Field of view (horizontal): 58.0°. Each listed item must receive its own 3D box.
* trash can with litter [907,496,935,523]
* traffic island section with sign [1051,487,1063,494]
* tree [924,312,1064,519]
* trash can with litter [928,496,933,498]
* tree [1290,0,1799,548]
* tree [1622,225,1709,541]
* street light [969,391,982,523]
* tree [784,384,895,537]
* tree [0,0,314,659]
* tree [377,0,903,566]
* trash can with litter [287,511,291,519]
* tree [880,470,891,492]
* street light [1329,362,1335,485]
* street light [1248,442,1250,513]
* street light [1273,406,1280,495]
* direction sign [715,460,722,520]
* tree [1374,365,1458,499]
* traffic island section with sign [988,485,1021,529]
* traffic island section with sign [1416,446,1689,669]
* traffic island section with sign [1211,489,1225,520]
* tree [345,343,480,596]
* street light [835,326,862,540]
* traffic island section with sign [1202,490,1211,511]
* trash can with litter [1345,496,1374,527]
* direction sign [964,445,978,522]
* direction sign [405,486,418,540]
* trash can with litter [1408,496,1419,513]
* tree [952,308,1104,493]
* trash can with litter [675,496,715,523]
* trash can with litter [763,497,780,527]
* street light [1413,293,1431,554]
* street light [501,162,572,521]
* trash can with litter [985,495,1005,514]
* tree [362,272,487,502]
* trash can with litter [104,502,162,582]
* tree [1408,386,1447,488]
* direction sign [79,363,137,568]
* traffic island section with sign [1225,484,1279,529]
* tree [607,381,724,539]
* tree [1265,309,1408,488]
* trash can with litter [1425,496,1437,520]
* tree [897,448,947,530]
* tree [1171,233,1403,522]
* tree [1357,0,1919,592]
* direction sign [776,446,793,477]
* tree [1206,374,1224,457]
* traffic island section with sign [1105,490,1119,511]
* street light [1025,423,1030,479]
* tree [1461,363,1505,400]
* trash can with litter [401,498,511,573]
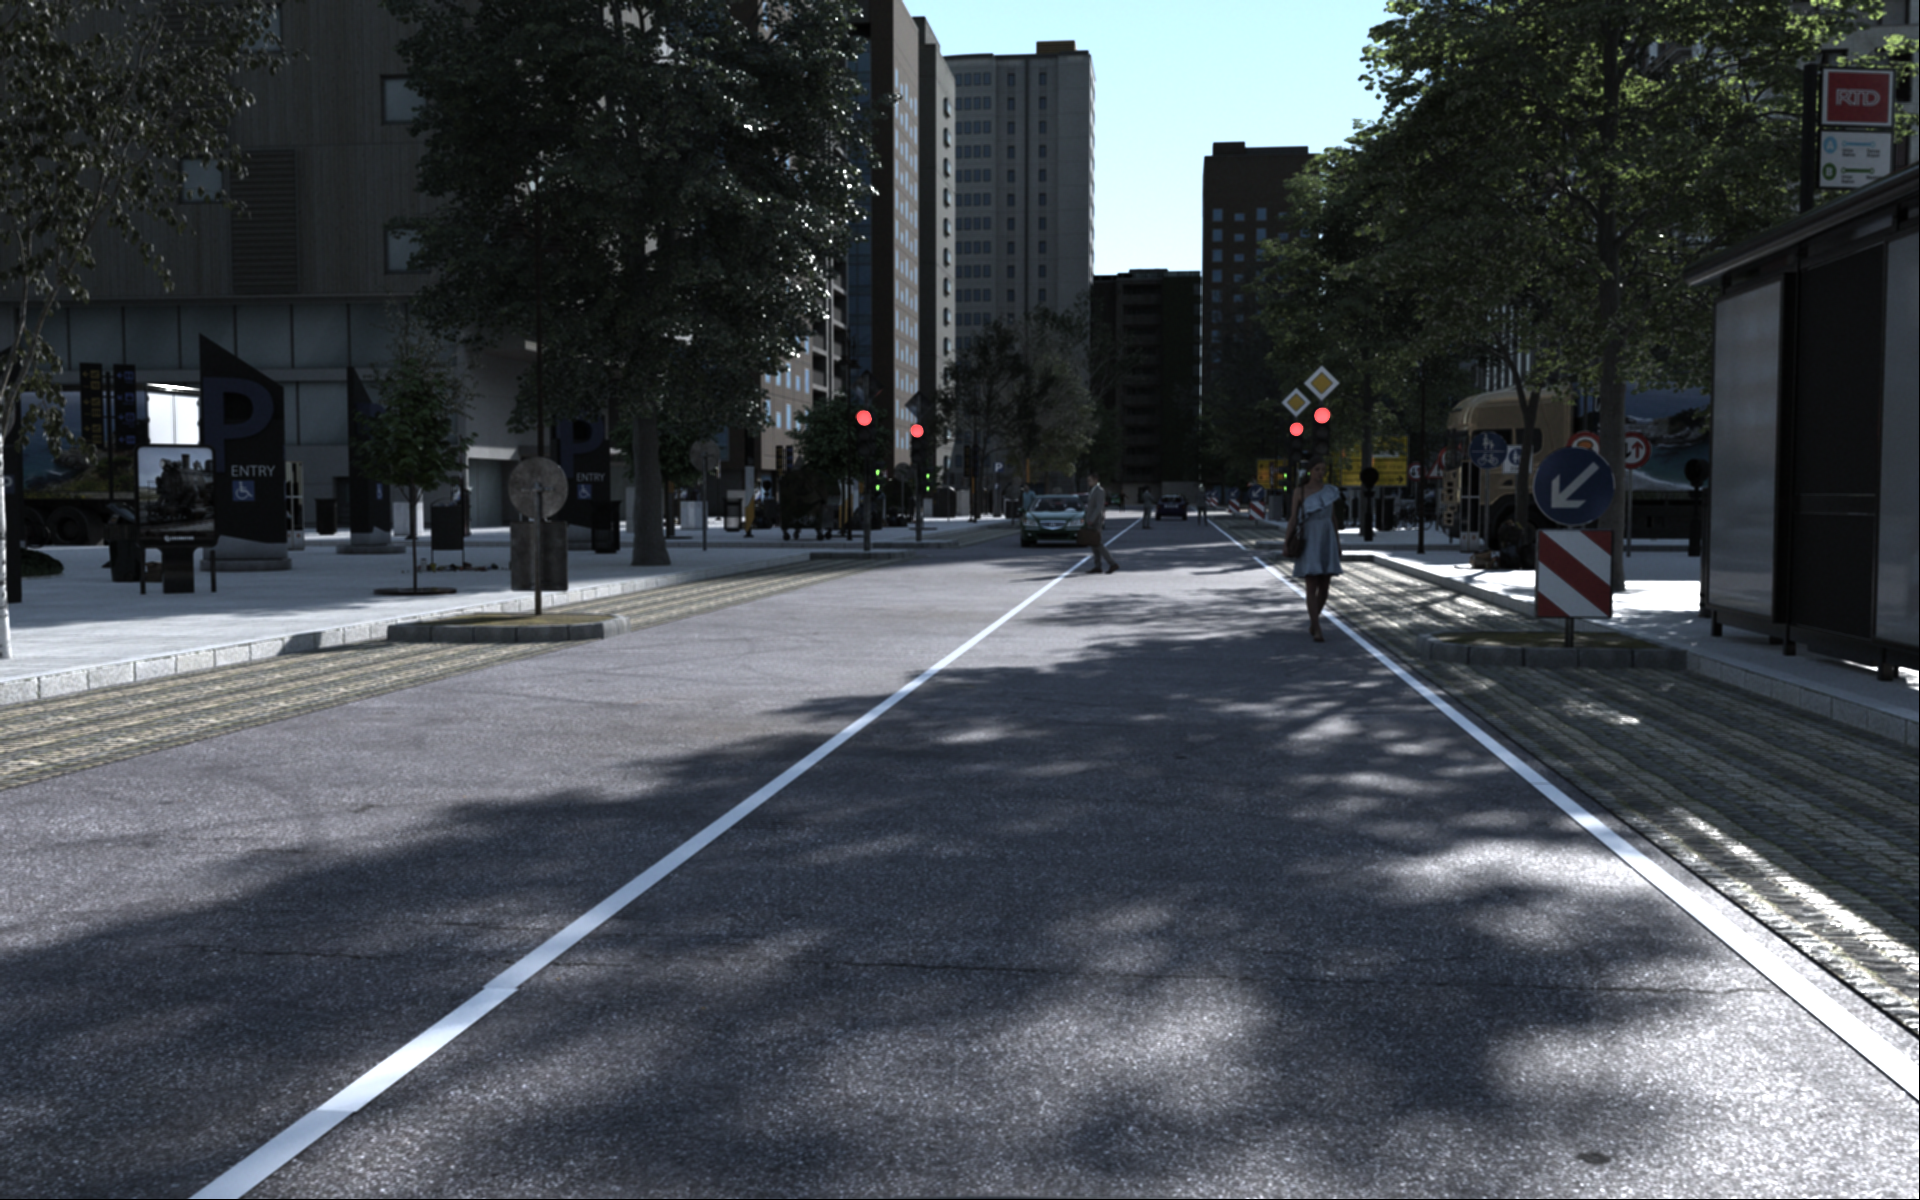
[{"bbox_3d":[-2.188,-4.021,76.794,1.678,1.210,2.233,-1,4,-22],"label":"trash can with litter"},{"bbox_3d":[5.552,-5.485,98.308,1.989,1.847,2.006,0,4,7],"label":"traffic island section with sign"},{"bbox_3d":[1.211,-9.426,88.535,7.601,10.594,8.767,2,4,28],"label":"tree"},{"bbox_3d":[-1.768,-5.836,106.804,0.624,1.170,1.055,1,4,16],"label":"trash can with litter"},{"bbox_3d":[10.217,-5.929,31.349,8.767,10.594,7.601,1,4,12],"label":"tree"},{"bbox_3d":[19.111,-5.923,47.197,4.360,8.622,3.978,0,3,0],"label":"tree"},{"bbox_3d":[0.680,-6.405,77.507,0.468,5.910,1.993,0,4,7],"label":"street light"},{"bbox_3d":[-3.596,-4.171,51.917,4.285,4.588,4.351,0,3,0],"label":"tree"},{"bbox_3d":[-7.275,-3.853,13.352,4.360,8.622,3.978,0,3,0],"label":"tree"},{"bbox_3d":[-5.580,-7.591,30.766,9.857,13.997,8.962,0,3,0],"label":"tree"},{"bbox_3d":[-13.945,-1.419,34.580,0.624,1.170,1.055,2,4,26],"label":"trash can with litter"},{"bbox_3d":[-5.275,-7.410,115.750,1.663,3.219,1.824,0,3,0],"label":"tree"},{"bbox_3d":[12.694,-5.289,59.269,0.468,5.910,1.993,0,4,7],"label":"street light"},{"bbox_3d":[19.902,-8.942,118.994,0.468,5.910,1.993,0,4,7],"label":"street light"},{"bbox_3d":[16.361,-7.143,89.570,0.468,5.910,1.993,0,4,7],"label":"street light"},{"bbox_3d":[-11.873,-5.696,85.133,0.379,3.537,0.876,0,4,2],"label":"direction sign"},{"bbox_3d":[23.988,-8.752,93.452,4.360,8.622,3.978,0,3,0],"label":"tree"},{"bbox_3d":[2.224,-3.843,71.466,1.989,1.847,2.006,0,4,7],"label":"traffic island section with sign"},{"bbox_3d":[5.085,-0.400,15.172,1.989,1.847,2.006,0,4,7],"label":"traffic island section with sign"},{"bbox_3d":[15.306,-5.440,97.573,1.989,1.847,2.006,0,4,7],"label":"traffic island section with sign"},{"bbox_3d":[-6.955,-1.700,22.394,1.663,3.219,1.824,0,3,0],"label":"tree"},{"bbox_3d":[-3.058,-4.588,47.798,0.468,5.910,1.993,0,4,7],"label":"street light"},{"bbox_3d":[21.411,-8.452,146.825,1.989,1.847,2.006,0,4,7],"label":"traffic island section with sign"},{"bbox_3d":[15.309,-3.461,67.649,1.678,1.210,2.233,1,4,15],"label":"trash can with litter"},{"bbox_3d":[0.515,-5.381,79.975,0.876,3.537,0.379,3,5,44],"label":"direction sign"},{"bbox_3d":[-15.489,-3.474,48.799,0.379,3.537,0.876,-2,4,-27],"label":"direction sign"},{"bbox_3d":[27.251,-5.673,104.142,0.624,1.170,1.055,2,4,35],"label":"trash can with litter"},{"bbox_3d":[4.303,-12.488,114.547,12.009,13.543,11.850,0,3,0],"label":"tree"},{"bbox_3d":[-12.030,-4.041,77.126,2.233,1.210,1.678,-1,4,-12],"label":"trash can with litter"},{"bbox_3d":[-7.020,-3.444,67.361,2.233,1.210,1.678,0,4,4],"label":"trash can with litter"},{"bbox_3d":[9.943,-3.939,37.184,0.468,5.910,1.993,0,4,7],"label":"street light"},{"bbox_3d":[-5.965,-3.168,24.586,0.468,5.910,1.993,0,4,7],"label":"street light"},{"bbox_3d":[2.260,-6.040,109.812,2.233,1.210,1.678,-1,4,-14],"label":"trash can with litter"},{"bbox_3d":[-18.104,-6.593,58.162,4.360,8.622,3.978,0,3,0],"label":"tree"},{"bbox_3d":[-11.967,-0.858,25.411,1.055,1.170,0.624,1,4,8],"label":"trash can with litter"},{"bbox_3d":[29.130,-9.781,110.280,4.737,8.622,4.395,0,3,0],"label":"tree"},{"bbox_3d":[-14.802,-2.335,30.179,0.876,3.537,0.379,-3,4,-36],"label":"direction sign"},{"bbox_3d":[11.972,-3.795,70.681,1.989,1.847,2.006,0,4,7],"label":"traffic island section with sign"},{"bbox_3d":[-8.484,-4.057,50.046,4.285,4.588,4.351,0,3,0],"label":"tree"},{"bbox_3d":[13.508,-6.952,64.032,4.737,8.622,4.395,0,3,0],"label":"tree"},{"bbox_3d":[22.844,-4.417,83.611,0.624,1.170,1.055,0,4,-5],"label":"trash can with litter"},{"bbox_3d":[-1.302,-4.151,62.473,1.663,3.219,1.824,0,3,0],"label":"tree"},{"bbox_3d":[15.495,-10.432,80.927,12.009,13.543,11.850,0,3,0],"label":"tree"},{"bbox_3d":[8.469,-6.418,23.059,7.486,12.596,7.792,0,3,0],"label":"tree"},{"bbox_3d":[-8.192,-5.439,80.929,0.876,3.537,0.379,1,4,21],"label":"direction sign"},{"bbox_3d":[12.360,-8.203,52.252,7.486,12.596,7.792,0,3,0],"label":"tree"},{"bbox_3d":[15.070,-10.174,174.974,1.989,1.847,2.006,0,4,7],"label":"traffic island section with sign"},{"bbox_3d":[4.250,-8.204,106.928,0.468,5.910,1.993,0,4,7],"label":"street light"},{"bbox_3d":[29.441,-9.000,97.516,4.360,8.622,3.978,0,3,0],"label":"tree"},{"bbox_3d":[-8.200,-1.102,29.077,2.233,1.210,1.678,-1,4,-16],"label":"trash can with litter"}]
